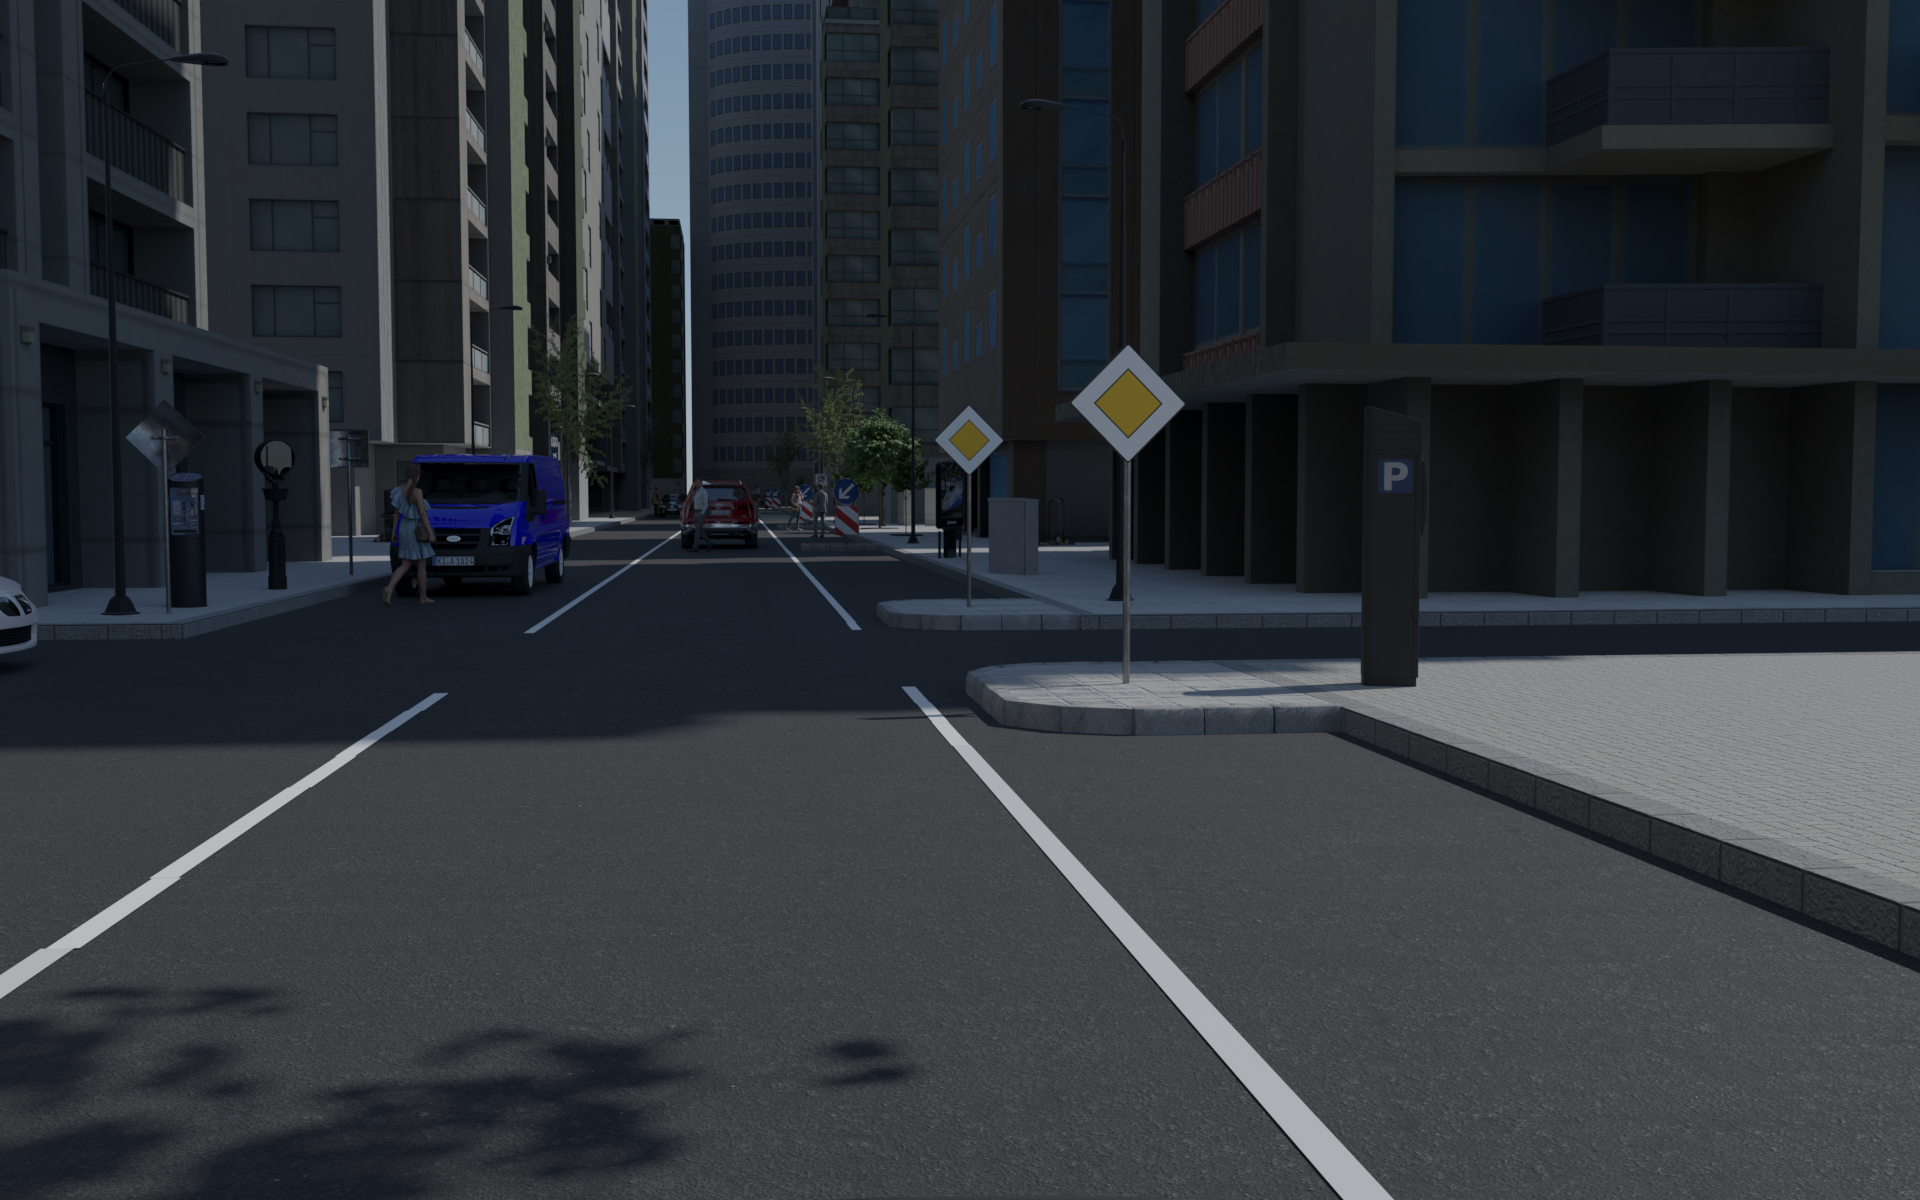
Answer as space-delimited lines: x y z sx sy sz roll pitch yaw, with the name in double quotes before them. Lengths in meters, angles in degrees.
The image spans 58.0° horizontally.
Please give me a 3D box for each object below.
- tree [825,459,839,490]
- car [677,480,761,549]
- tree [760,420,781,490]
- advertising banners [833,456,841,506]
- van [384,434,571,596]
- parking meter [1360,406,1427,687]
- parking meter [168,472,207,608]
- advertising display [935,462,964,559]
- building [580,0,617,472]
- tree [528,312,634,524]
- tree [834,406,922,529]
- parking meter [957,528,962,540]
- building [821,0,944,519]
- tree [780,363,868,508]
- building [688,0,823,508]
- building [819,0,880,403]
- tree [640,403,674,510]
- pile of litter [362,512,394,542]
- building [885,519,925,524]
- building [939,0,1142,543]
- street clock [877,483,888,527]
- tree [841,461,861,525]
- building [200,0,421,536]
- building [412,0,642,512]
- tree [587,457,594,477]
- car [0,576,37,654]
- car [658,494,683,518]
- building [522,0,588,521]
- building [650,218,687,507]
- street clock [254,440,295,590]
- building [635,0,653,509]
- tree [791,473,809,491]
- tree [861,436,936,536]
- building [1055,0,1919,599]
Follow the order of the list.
"tree" -5.156 -5.246 80.367 1.663 3.219 1.824 0 3 0
"car" -6.563 -2.357 47.217 2.281 1.827 5.304 0 4 -8
"tree" -16.641 -13.030 163.395 4.737 8.622 4.395 0 3 0
"advertising banners" -5.420 -4.931 76.812 0.090 3.025 2.074 0 4 4
"van" -7.166 -1.331 26.144 2.240 2.365 5.245 0 4 -6
"parking meter" 2.907 -0.361 11.606 0.399 1.863 0.255 0 4 7
"parking meter" -8.763 -0.687 19.644 0.372 1.533 0.369 0 3 0
"advertising display" -0.202 -1.810 34.815 0.123 1.923 0.974 2 4 29
"building" -35.450 -31.509 104.410 28.713 52.752 27.495 0 4 -7
"tree" -15.711 -7.333 70.259 4.737 8.622 4.395 0 3 0
"tree" -3.061 -4.923 64.213 4.285 4.588 4.351 0 3 0
"parking meter" -0.124 -2.448 48.431 0.372 1.533 0.369 0 3 0
"building" -1.631 -20.544 107.602 14.160 30.474 14.107 0 4 -7
"tree" -7.078 -8.943 96.576 4.737 8.622 4.395 0 3 0
"building" -15.157 -39.554 188.712 28.212 58.520 21.231 0 4 -7
"building" 3.635 -32.985 128.541 28.713 52.752 27.495 0 4 -7
"tree" -25.043 -11.520 138.706 4.360 8.622 3.978 0 3 0
"pile of litter" -15.140 -1.983 46.387 1.719 0.858 1.176 1 4 23
"building" 3.125 -18.916 80.977 14.160 30.474 14.107 0 4 -7
"building" 7.036 -24.568 51.793 14.600 45.320 14.200 0 4 -7
"street clock" -3.071 -3.907 68.441 0.358 2.002 0.471 3 4 37
"tree" -4.038 -4.755 72.348 1.663 3.219 1.824 0 3 0
"building" -22.353 -22.848 57.159 14.154 41.232 14.086 0 4 -7
"building" -31.030 -27.106 126.772 14.154 41.232 14.086 0 4 -7
"tree" -21.013 -6.573 91.186 4.285 4.588 4.351 0 3 0
"car" -9.934 -0.078 13.639 4.827 1.381 2.083 0 4 -7
"car" -17.613 -5.918 106.540 2.009 1.686 4.222 0 4 -6
"building" -24.974 -18.819 79.388 14.160 30.474 14.107 0 4 -7
"building" -36.043 -25.133 182.623 14.107 30.474 14.160 0 4 -7
"street clock" -9.182 -1.142 23.248 0.471 2.002 0.358 -3 5 -42
"building" -41.981 -37.412 153.687 28.212 58.520 21.231 0 4 -7
"tree" -14.561 -9.929 156.933 1.663 3.219 1.824 0 3 0
"tree" -1.741 -3.572 53.005 1.663 3.219 1.824 0 3 0
"building" 16.641 -23.014 30.906 28.867 44.769 22.147 0 4 -7
